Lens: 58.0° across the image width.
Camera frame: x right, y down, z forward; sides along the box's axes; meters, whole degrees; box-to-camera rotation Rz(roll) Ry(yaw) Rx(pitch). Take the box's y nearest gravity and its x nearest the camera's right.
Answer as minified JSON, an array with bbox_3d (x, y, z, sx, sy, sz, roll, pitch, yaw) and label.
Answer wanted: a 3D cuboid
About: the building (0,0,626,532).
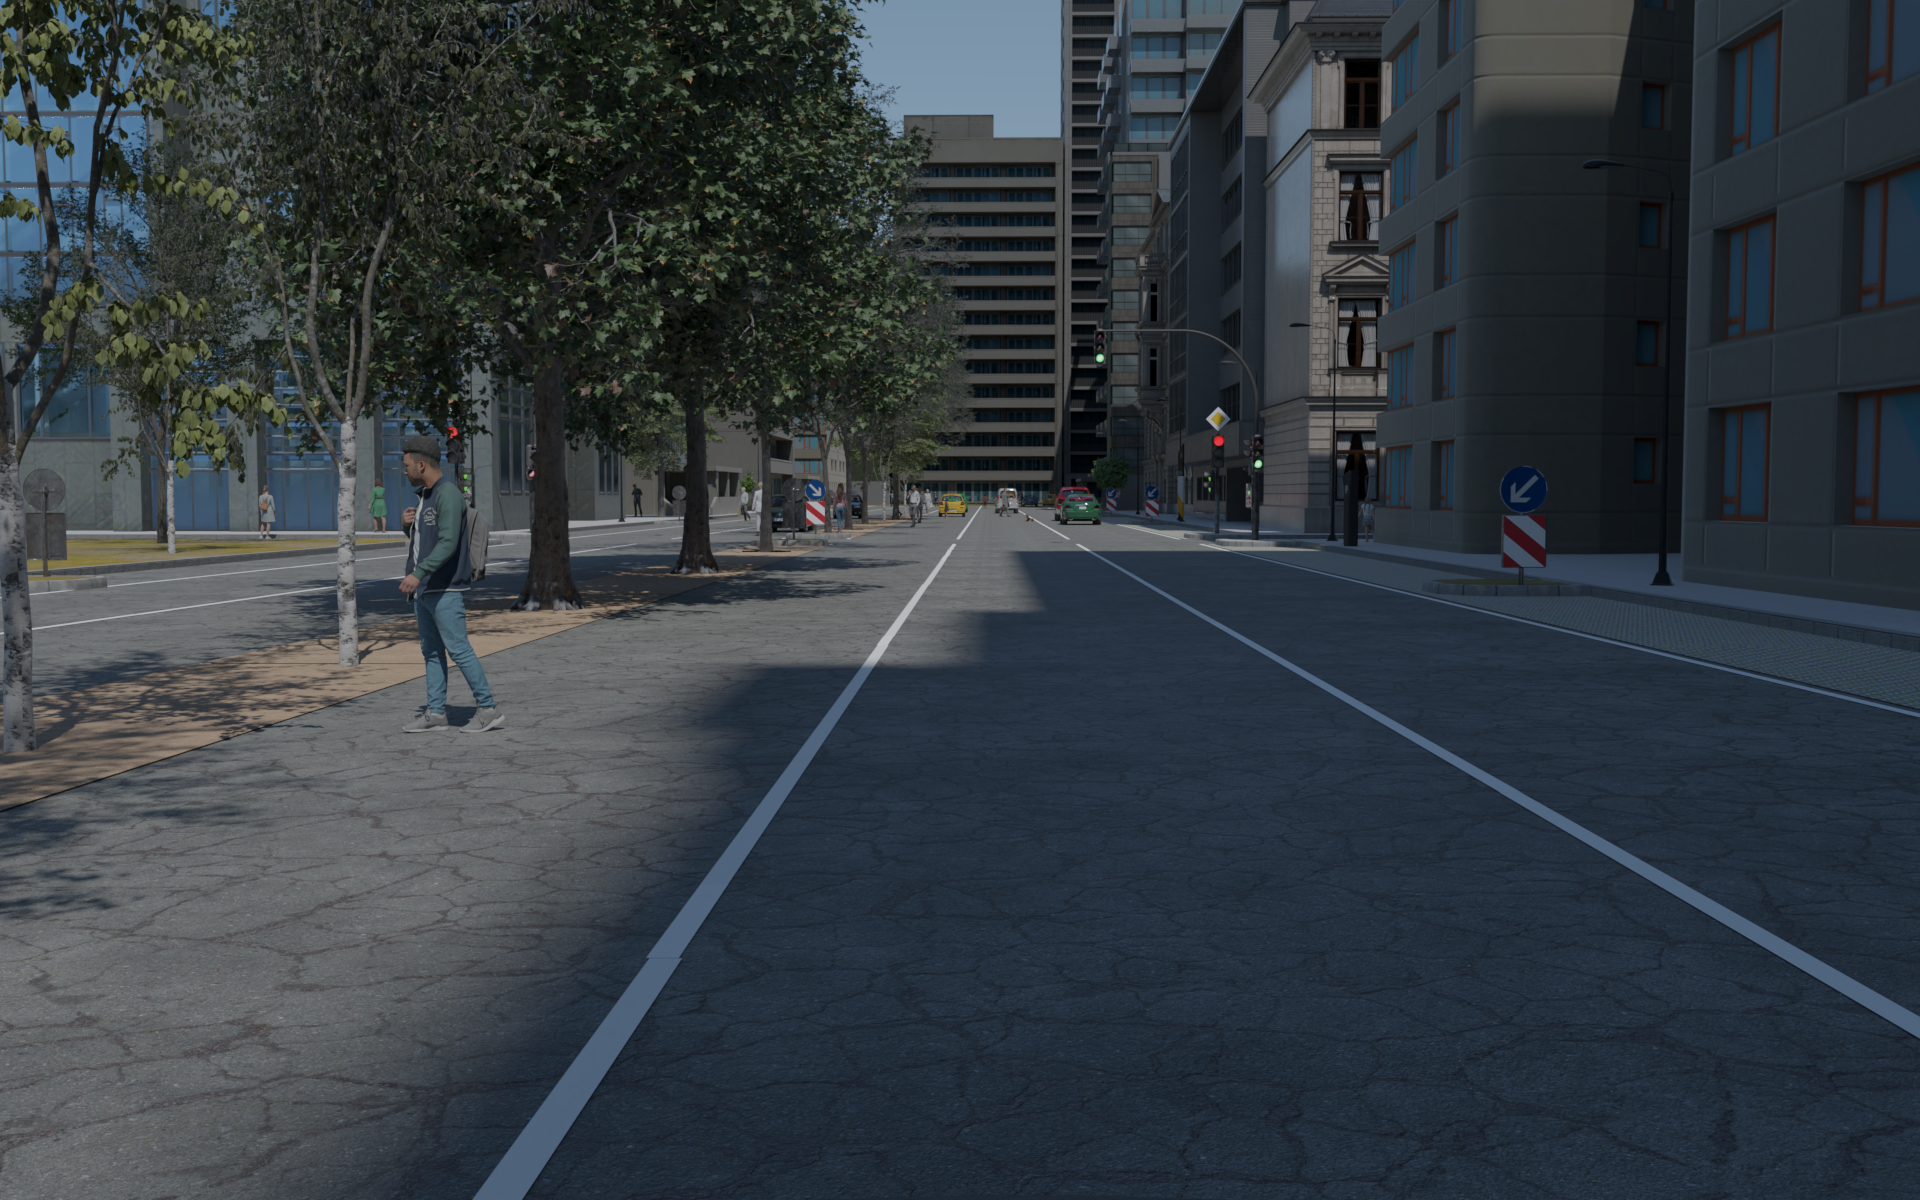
[{"bbox_3d":[-26.740,-46.430,71.806,22.319,86.520,31.000,0,4,1],"label":"building"}]

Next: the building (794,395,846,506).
[{"bbox_3d":[-28.154,-21.373,194.492,28.899,21.520,27.650,0,4,1],"label":"building"}]

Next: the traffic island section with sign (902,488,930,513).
[{"bbox_3d":[-3.309,-7.514,130.983,2.006,1.907,1.989,0,4,1],"label":"traffic island section with sign"}]

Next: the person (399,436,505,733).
[{"bbox_3d":[-3.141,-0.098,10.445,0.721,1.781,0.623,-3,5,-43],"label":"person"}]

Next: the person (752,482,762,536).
[{"bbox_3d":[-6.705,-3.083,58.792,0.818,1.842,0.514,3,5,43],"label":"person"}]

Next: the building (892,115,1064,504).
[{"bbox_3d":[2.329,-36.751,224.572,21.600,48.544,21.300,0,4,1],"label":"building"}]

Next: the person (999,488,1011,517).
[{"bbox_3d":[2.855,-6.121,108.682,0.767,1.812,0.694,2,4,25],"label":"person"}]

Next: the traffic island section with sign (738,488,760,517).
[{"bbox_3d":[-12.690,-6.072,107.904,1.989,1.847,2.006,0,4,1],"label":"traffic island section with sign"}]

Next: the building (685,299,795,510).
[{"bbox_3d":[-25.515,-31.705,142.081,21.300,48.544,21.600,0,4,1],"label":"building"}]

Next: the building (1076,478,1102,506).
[{"bbox_3d":[29.485,-30.736,194.420,32.217,40.220,23.993,0,4,1],"label":"building"}]

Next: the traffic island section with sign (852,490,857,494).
[{"bbox_3d":[-11.353,-10.838,185.820,1.989,1.847,2.006,0,4,1],"label":"traffic island section with sign"}]

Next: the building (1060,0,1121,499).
[{"bbox_3d":[23.486,-48.012,223.248,20.611,71.187,20.563,0,4,1],"label":"building"}]

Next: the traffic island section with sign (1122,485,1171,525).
[{"bbox_3d":[8.754,-4.400,80.568,1.989,1.847,2.006,0,4,1],"label":"traffic island section with sign"}]

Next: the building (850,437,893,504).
[{"bbox_3d":[-15.589,-27.513,221.537,14.107,30.474,14.160,0,4,1],"label":"building"}]

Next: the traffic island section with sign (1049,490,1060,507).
[{"bbox_3d":[10.548,-10.782,184.918,1.989,1.847,2.006,0,4,1],"label":"traffic island section with sign"}]

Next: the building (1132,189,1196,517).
[{"bbox_3d":[18.730,-18.012,113.578,14.460,24.649,34.723,0,4,1],"label":"building"}]

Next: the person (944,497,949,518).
[{"bbox_3d":[-0.776,-5.463,102.490,0.373,1.253,0.362,-1,4,-21],"label":"person"}]

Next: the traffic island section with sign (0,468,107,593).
[{"bbox_3d":[-14.097,-1.069,26.112,1.989,1.847,2.006,0,4,1],"label":"traffic island section with sign"}]

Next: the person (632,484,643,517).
[{"bbox_3d":[-18.285,-5.644,98.123,0.655,1.846,0.447,0,4,7],"label":"person"}]

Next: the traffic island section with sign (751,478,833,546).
[{"bbox_3d":[-4.728,-2.466,48.449,2.006,1.907,1.989,0,4,1],"label":"traffic island section with sign"}]

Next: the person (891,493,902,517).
[{"bbox_3d":[-3.967,-6.098,108.303,0.850,1.850,0.679,-2,4,-30],"label":"person"}]

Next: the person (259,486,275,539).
[{"bbox_3d":[-21.869,-2.759,54.610,0.512,1.701,0.522,0,4,-5],"label":"person"}]

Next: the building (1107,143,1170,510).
[{"bbox_3d":[19.277,-22.849,145.284,14.160,30.474,14.107,0,4,1],"label":"building"}]

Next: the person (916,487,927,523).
[{"bbox_3d":[-1.979,-4.674,85.193,0.678,1.792,0.850,0,4,-7],"label":"person"}]

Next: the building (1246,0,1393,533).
[{"bbox_3d":[20.399,-11.983,60.553,19.286,19.102,10.561,0,4,1],"label":"building"}]

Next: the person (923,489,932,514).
[{"bbox_3d":[-2.282,-7.030,123.789,0.694,1.780,0.624,1,4,16],"label":"person"}]

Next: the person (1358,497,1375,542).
[{"bbox_3d":[10.846,-2.149,46.200,0.505,1.210,0.382,1,4,9],"label":"person"}]

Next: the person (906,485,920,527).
[{"bbox_3d":[-2.065,-4.096,75.572,0.679,1.850,0.850,1,4,20],"label":"person"}]

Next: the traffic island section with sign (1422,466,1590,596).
[{"bbox_3d":[7.802,-1.004,25.040,1.989,1.847,2.006,0,4,1],"label":"traffic island section with sign"}]

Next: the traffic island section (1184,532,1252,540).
[{"bbox_3d":[8.327,-2.061,55.973,2.009,0.180,2.903,0,4,1],"label":"traffic island section"}]

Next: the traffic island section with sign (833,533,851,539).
[{"bbox_3d":[-4.592,-2.919,55.855,2.006,1.907,1.989,0,4,1],"label":"traffic island section with sign"}]

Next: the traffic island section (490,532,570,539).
[{"bbox_3d":[-13.911,-2.084,56.359,2.009,0.180,2.903,0,4,1],"label":"traffic island section"}]

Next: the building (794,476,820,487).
[{"bbox_3d":[-30.108,-28.968,165.514,32.217,40.220,23.993,0,4,1],"label":"building"}]

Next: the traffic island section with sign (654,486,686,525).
[{"bbox_3d":[-13.154,-4.424,80.953,1.989,1.847,2.006,0,4,1],"label":"traffic island section with sign"}]

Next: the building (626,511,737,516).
[{"bbox_3d":[-30.772,-25.547,109.567,32.217,40.220,23.993,0,4,1],"label":"building"}]

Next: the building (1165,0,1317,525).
[{"bbox_3d":[18.180,-15.997,80.613,14.314,24.678,30.058,0,4,1],"label":"building"}]

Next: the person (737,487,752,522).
[{"bbox_3d":[-10.931,-4.816,87.735,0.515,1.767,0.782,-3,5,-40],"label":"person"}]

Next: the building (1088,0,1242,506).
[{"bbox_3d":[24.792,-33.471,166.866,23.786,49.044,30.456,0,4,1],"label":"building"}]

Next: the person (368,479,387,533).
[{"bbox_3d":[-19.280,-3.128,57.438,0.529,1.795,0.600,3,4,37],"label":"person"}]

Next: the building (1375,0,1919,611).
[{"bbox_3d":[24.540,-11.343,30.502,27.650,21.520,28.899,0,4,1],"label":"building"}]

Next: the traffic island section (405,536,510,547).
[{"bbox_3d":[-14.048,-1.596,48.375,2.009,0.180,2.903,0,4,1],"label":"traffic island section"}]

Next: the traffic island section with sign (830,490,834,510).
[{"bbox_3d":[-11.825,-9.161,158.412,1.989,1.847,2.006,0,4,1],"label":"traffic island section with sign"}]

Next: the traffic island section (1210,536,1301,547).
[{"bbox_3d":[8.190,-1.572,47.989,2.009,0.180,2.903,0,4,1],"label":"traffic island section"}]

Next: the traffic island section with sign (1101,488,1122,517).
[{"bbox_3d":[9.228,-6.048,107.519,1.989,1.847,2.006,0,4,1],"label":"traffic island section with sign"}]

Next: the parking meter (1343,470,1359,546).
[{"bbox_3d":[9.600,-2.251,42.519,0.255,1.863,0.399,0,4,-8],"label":"parking meter"}]

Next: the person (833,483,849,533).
[{"bbox_3d":[-4.124,-3.152,60.042,0.555,1.821,0.388,-1,4,-13],"label":"person"}]

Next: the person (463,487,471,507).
[{"bbox_3d":[-16.297,-3.130,57.399,0.526,1.800,0.537,2,4,33],"label":"person"}]
